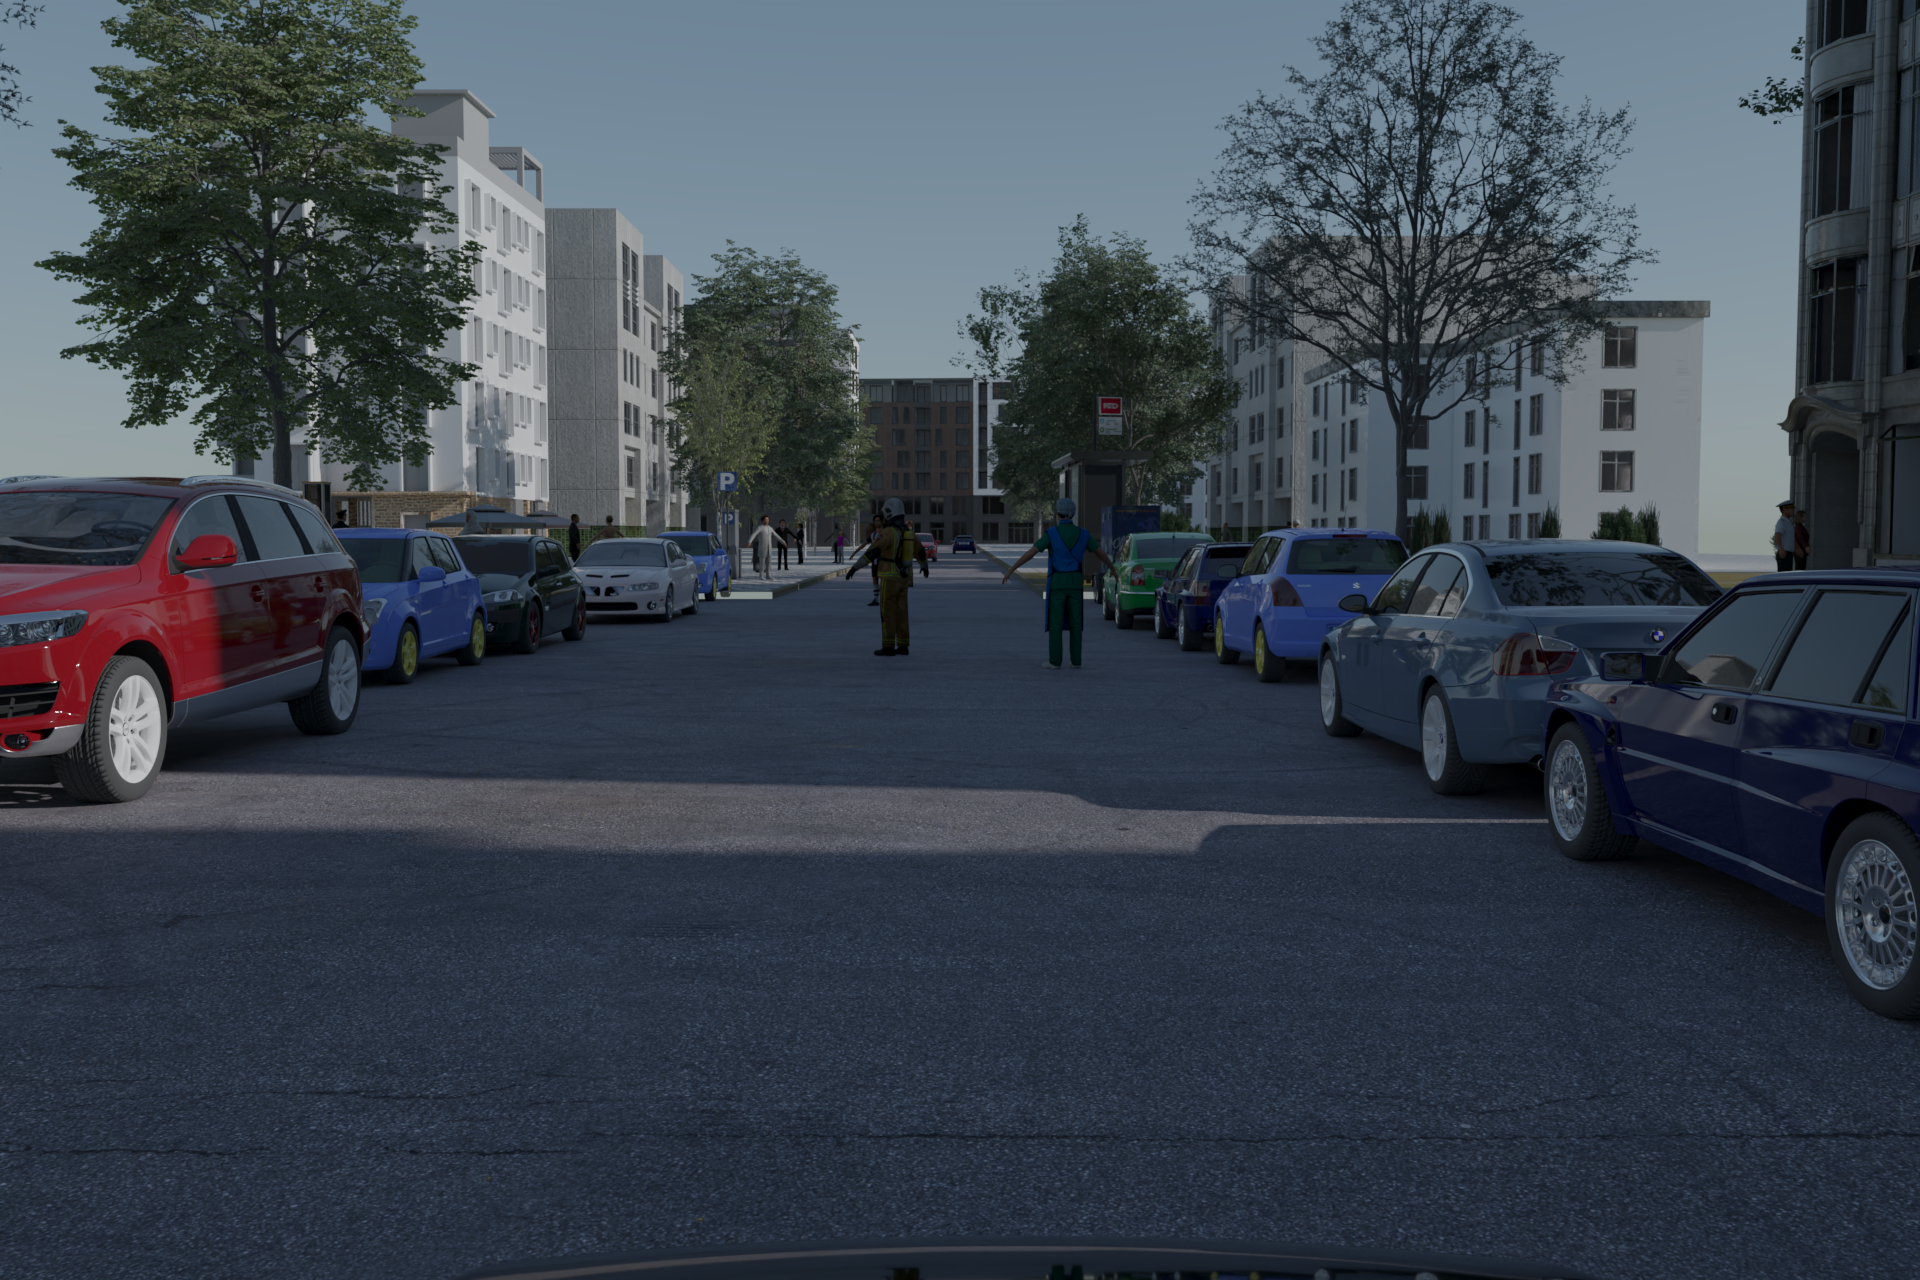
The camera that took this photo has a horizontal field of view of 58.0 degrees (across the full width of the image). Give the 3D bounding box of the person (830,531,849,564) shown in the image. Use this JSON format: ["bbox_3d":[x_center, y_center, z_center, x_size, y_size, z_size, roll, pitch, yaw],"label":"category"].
[{"bbox_3d":[-5.123,-3.954,73.907,0.991,1.433,0.599,2,4,29],"label":"person"}]

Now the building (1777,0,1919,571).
[{"bbox_3d":[25.451,-12.596,22.591,14.369,24.946,33.146,0,4,0],"label":"building"}]

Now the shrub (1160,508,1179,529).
[{"bbox_3d":[6.134,-2.925,51.869,1.661,2.075,1.752,0,3,0],"label":"shrub"}]

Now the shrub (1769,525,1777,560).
[{"bbox_3d":[28.015,-3.274,57.957,1.690,2.028,1.600,0,3,0],"label":"shrub"}]

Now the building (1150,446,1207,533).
[{"bbox_3d":[24.214,-13.789,167.598,9.099,9.664,28.070,0,4,0],"label":"building"}]

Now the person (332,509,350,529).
[{"bbox_3d":[-13.840,-2.015,38.874,1.347,1.837,0.705,2,4,27],"label":"person"}]

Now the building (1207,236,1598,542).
[{"bbox_3d":[26.676,-14.982,111.413,16.747,18.905,31.486,0,4,0],"label":"building"}]

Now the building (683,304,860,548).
[{"bbox_3d":[-24.896,-19.973,170.538,27.936,21.610,32.646,0,4,1],"label":"building"}]

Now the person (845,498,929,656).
[{"bbox_3d":[-0.794,-0.748,20.452,0.705,1.858,1.354,3,5,42],"label":"person"}]

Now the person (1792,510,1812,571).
[{"bbox_3d":[16.003,-1.591,32.820,0.721,1.729,1.215,1,4,21],"label":"person"}]

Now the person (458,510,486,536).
[{"bbox_3d":[-9.439,-1.618,33.222,1.217,1.736,0.721,2,4,33],"label":"person"}]

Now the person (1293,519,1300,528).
[{"bbox_3d":[11.005,-3.106,57.255,0.721,1.772,1.216,1,4,9],"label":"person"}]

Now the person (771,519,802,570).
[{"bbox_3d":[-6.260,-3.362,61.160,1.347,1.806,0.705,-1,4,-13],"label":"person"}]

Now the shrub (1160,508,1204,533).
[{"bbox_3d":[6.044,-2.692,48.431,1.690,2.028,1.600,0,3,0],"label":"shrub"}]

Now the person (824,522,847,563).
[{"bbox_3d":[-5.421,-4.297,76.380,1.348,1.813,0.705,3,4,38],"label":"person"}]

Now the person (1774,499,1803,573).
[{"bbox_3d":[13.455,-1.369,28.179,0.704,1.855,1.343,3,4,37],"label":"person"}]

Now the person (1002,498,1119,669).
[{"bbox_3d":[1.108,-0.605,18.482,1.347,1.817,0.704,-1,4,-19],"label":"person"}]

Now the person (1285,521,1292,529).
[{"bbox_3d":[13.453,-3.953,70.767,1.346,1.812,0.704,1,4,16],"label":"person"}]

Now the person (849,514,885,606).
[{"bbox_3d":[-1.608,-1.579,34.414,1.345,1.843,0.704,2,4,34],"label":"person"}]

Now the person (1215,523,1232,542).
[{"bbox_3d":[11.920,-4.382,77.914,0.705,1.796,1.348,-2,4,-24],"label":"person"}]

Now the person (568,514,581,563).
[{"bbox_3d":[-9.877,-2.344,44.554,0.704,1.802,1.346,-1,4,-13],"label":"person"}]

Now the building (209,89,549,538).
[{"bbox_3d":[-25.914,-13.379,75.173,16.016,20.090,11.380,0,4,0],"label":"building"}]

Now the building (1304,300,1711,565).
[{"bbox_3d":[22.401,-8.212,76.411,9.099,9.664,28.070,0,4,0],"label":"building"}]

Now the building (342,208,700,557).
[{"bbox_3d":[-27.148,-14.895,109.992,16.747,18.905,31.486,0,4,-1],"label":"building"}]

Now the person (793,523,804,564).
[{"bbox_3d":[-6.829,-4.066,73.192,0.721,1.740,1.216,1,4,11],"label":"person"}]

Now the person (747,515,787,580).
[{"bbox_3d":[-5.445,-2.592,48.565,1.347,1.806,0.705,-3,5,-41],"label":"person"}]

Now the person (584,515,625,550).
[{"bbox_3d":[-8.458,-2.128,41.589,1.217,1.733,0.721,-3,5,-42],"label":"person"}]

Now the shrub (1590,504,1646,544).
[{"bbox_3d":[17.310,-2.527,45.362,1.661,2.075,1.752,0,3,0],"label":"shrub"}]

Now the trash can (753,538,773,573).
[{"bbox_3d":[-6.590,-2.813,57.639,0.748,1.137,0.748,0,3,0],"label":"trash can"}]

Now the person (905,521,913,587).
[{"bbox_3d":[-1.405,-2.331,46.848,0.705,1.796,1.348,0,4,-8],"label":"person"}]

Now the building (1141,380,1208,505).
[{"bbox_3d":[24.168,-21.548,208.728,16.016,20.090,11.380,0,3,0],"label":"building"}]

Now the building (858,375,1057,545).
[{"bbox_3d":[0.616,-23.789,235.378,32.646,21.610,27.936,0,4,5],"label":"building"}]
